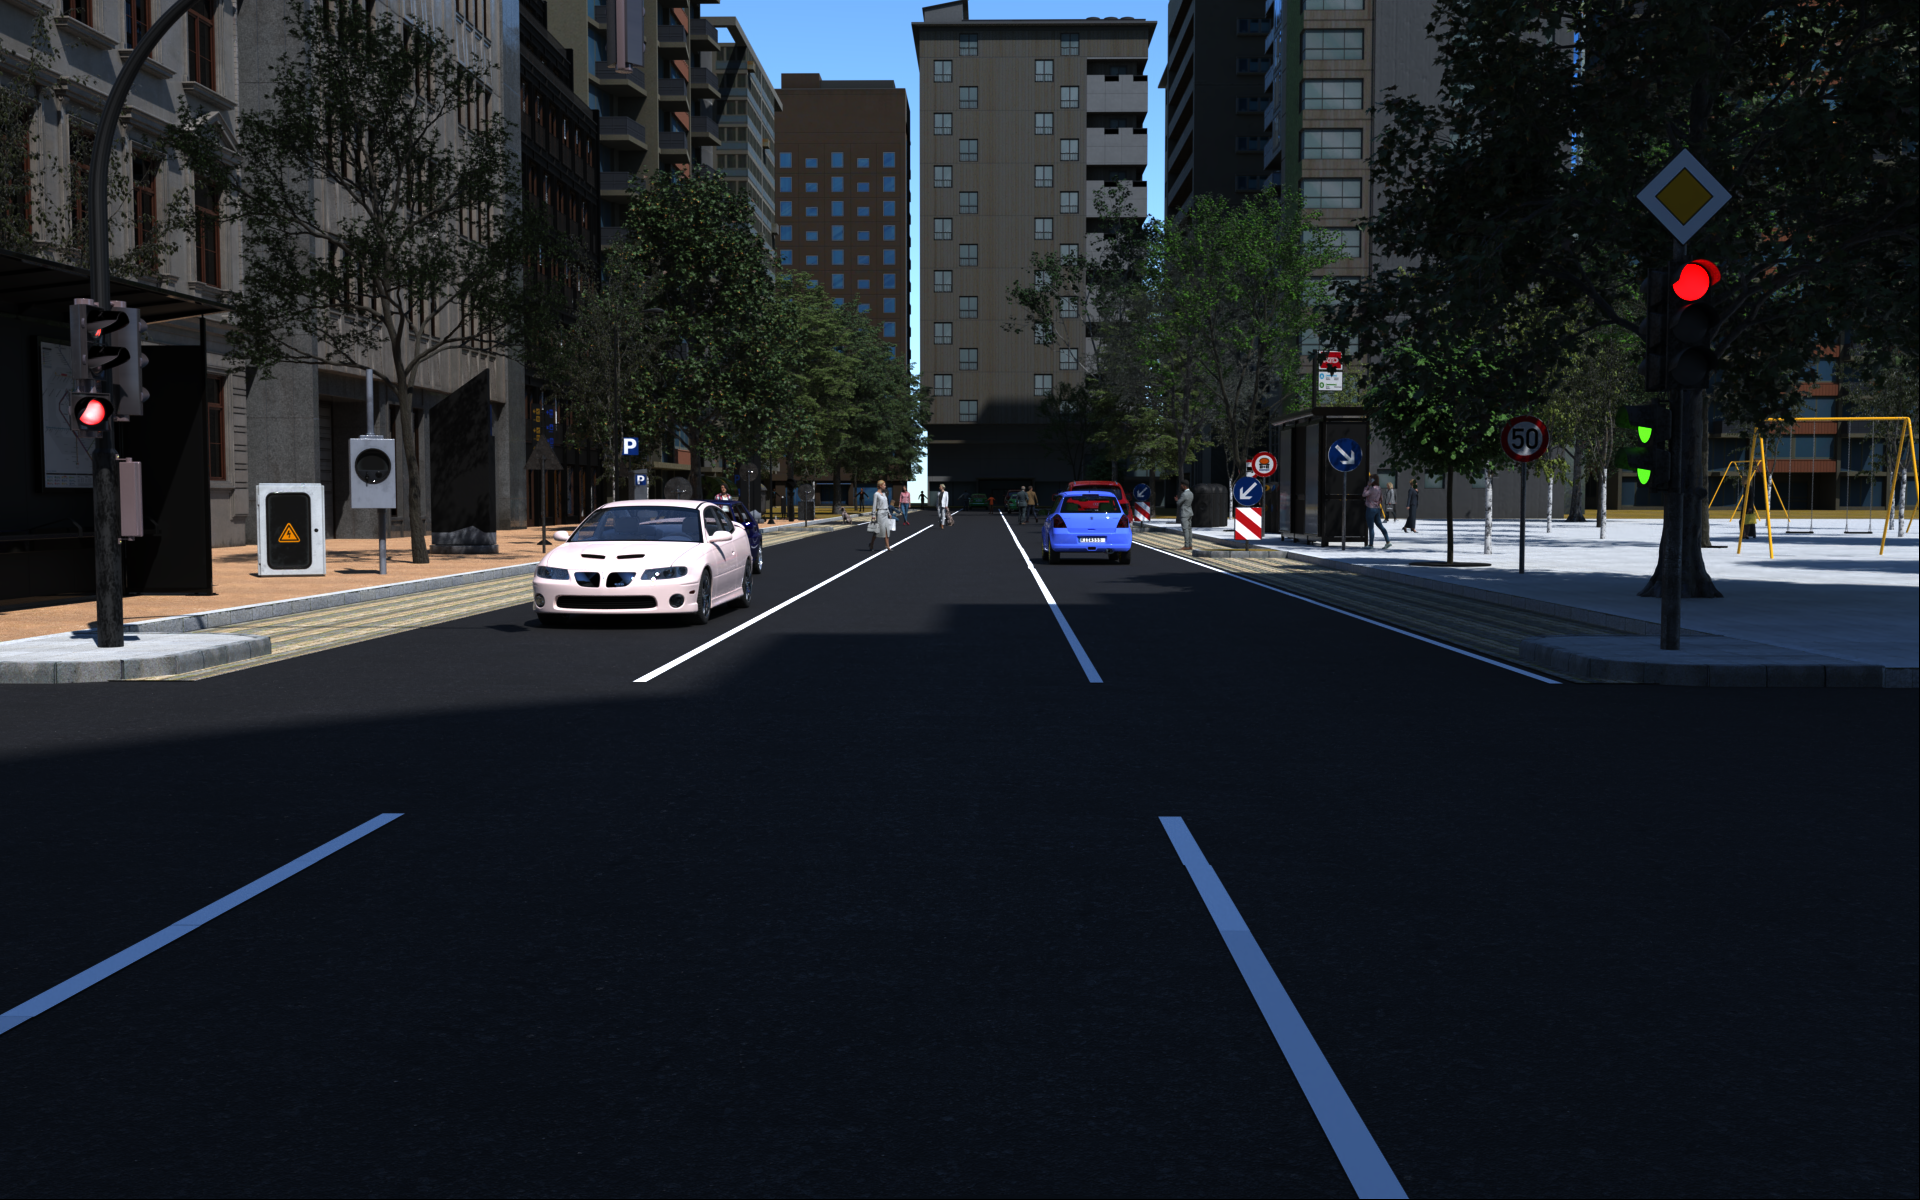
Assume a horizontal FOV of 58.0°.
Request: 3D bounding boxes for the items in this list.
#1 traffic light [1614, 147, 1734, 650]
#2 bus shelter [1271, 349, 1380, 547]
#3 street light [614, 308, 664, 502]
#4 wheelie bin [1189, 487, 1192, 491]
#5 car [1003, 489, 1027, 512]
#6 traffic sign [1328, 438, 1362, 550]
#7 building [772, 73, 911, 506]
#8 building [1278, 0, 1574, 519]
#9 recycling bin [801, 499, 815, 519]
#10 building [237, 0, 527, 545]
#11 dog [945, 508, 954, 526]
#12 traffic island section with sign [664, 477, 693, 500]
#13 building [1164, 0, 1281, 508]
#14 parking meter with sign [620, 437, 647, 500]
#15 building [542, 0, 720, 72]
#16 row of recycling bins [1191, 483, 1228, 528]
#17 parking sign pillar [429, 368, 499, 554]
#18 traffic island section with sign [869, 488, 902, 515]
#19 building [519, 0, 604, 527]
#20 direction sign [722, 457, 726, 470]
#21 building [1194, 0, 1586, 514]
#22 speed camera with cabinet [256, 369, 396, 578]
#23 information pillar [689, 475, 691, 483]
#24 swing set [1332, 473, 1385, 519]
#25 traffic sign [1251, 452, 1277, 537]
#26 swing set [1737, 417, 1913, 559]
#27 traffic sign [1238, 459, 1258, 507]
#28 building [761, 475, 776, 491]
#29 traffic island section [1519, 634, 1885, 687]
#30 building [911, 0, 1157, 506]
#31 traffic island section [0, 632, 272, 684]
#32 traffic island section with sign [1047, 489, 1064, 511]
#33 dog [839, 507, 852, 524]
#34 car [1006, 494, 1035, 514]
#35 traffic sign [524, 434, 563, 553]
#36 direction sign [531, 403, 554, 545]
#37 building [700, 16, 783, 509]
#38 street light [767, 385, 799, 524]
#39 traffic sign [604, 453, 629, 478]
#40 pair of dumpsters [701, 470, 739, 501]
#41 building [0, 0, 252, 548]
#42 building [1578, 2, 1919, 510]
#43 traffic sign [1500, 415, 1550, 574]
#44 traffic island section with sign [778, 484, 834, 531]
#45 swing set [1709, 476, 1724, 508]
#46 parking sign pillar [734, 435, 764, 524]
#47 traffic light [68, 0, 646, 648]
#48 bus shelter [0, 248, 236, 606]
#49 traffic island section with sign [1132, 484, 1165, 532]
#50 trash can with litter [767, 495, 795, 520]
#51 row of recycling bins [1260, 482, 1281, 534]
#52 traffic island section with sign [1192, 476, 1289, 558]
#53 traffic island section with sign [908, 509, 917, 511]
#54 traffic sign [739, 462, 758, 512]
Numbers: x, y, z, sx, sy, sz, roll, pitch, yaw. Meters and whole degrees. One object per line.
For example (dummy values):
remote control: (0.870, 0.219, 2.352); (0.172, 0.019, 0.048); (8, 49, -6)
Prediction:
traffic light: (5.849, -1.546, 14.200); (0.839, 4.253, 0.868); (0, 4, 1)
bus shelter: (9.569, -4.171, 45.833); (2.179, 5.291, 8.768); (0, 4, 1)
street light: (-8.097, -4.338, 43.467); (1.470, 5.913, 1.316); (0, 4, 1)
wheelie bin: (10.505, -4.236, 77.164); (0.980, 1.594, 0.693); (-3, 5, -41)
car: (4.674, -8.221, 143.088); (2.281, 1.827, 5.304); (0, 4, 1)
traffic sign: (8.753, -2.406, 39.450); (0.768, 2.556, 0.104); (0, 4, 2)
building: (-12.651, -32.891, 187.879); (14.200, 45.320, 14.600); (0, 4, 1)
building: (24.803, -25.226, 96.034); (14.154, 41.232, 14.086); (0, 4, 1)
recycling bin: (-7.895, -4.722, 89.760); (0.722, 1.027, 0.722); (0, 4, -5)
building: (-22.036, -14.363, 52.864); (12.078, 24.808, 19.932); (0, 4, 1)
dog: (-0.522, -3.783, 78.696); (0.513, 0.831, 0.800); (0, 4, 7)
traffic island section with sign: (-6.396, -1.866, 39.140); (1.989, 1.847, 2.006); (0, 4, 1)
building: (29.091, -31.926, 145.696); (21.300, 48.544, 21.600); (0, 4, 1)
parking meter with sign: (-9.800, -3.444, 52.567); (0.543, 3.016, 1.738); (-2, 4, -26)
building: (-26.604, -27.533, 104.788); (22.147, 44.769, 28.867); (0, 4, 1)
row of recycling bins: (9.805, -3.713, 67.826); (1.069, 1.692, 3.534); (1, 4, 21)
parking sign pillar: (-10.734, -2.992, 37.386); (1.447, 3.967, 1.447); (0, 4, 5)
traffic island section with sign: (-5.036, -6.584, 116.284); (1.989, 1.847, 2.006); (0, 4, 1)
building: (-22.552, -14.746, 70.769); (12.332, 23.373, 15.834); (0, 4, 1)
direction sign: (-10.502, -5.213, 77.227); (0.379, 3.537, 0.876); (-1, 4, -18)
building: (29.188, -49.218, 117.378); (22.319, 86.520, 31.000); (0, 4, 1)
speed camera with cabinet: (-9.923, -2.004, 27.098); (2.038, 3.252, 0.660); (-1, 4, -22)
information pillar: (-10.123, -3.773, 66.176); (0.304, 2.012, 0.304); (3, 5, 42)
swing set: (17.876, -5.067, 80.461); (2.862, 2.851, 3.119); (-2, 4, -26)
traffic sign: (9.113, -3.171, 51.955); (0.768, 2.556, 0.104); (0, 4, 3)
swing set: (17.710, -2.317, 35.508); (3.119, 2.851, 2.862); (1, 4, 12)
traffic sign: (10.536, -3.859, 63.197); (0.768, 2.556, 0.104); (0, 4, 6)
building: (-34.196, -32.870, 192.045); (28.867, 44.769, 22.147); (0, 4, 1)
traffic island section: (5.889, 0.487, 14.313); (2.009, 0.180, 2.903); (0, 4, 1)
building: (8.976, -36.992, 194.054); (27.495, 52.752, 28.713); (0, 4, 1)
traffic island section: (-7.150, 0.473, 14.546); (2.009, 0.180, 2.903); (0, 4, 1)
traffic island section with sign: (8.153, -8.219, 143.003); (1.989, 1.847, 2.006); (0, 4, 1)
dog: (-5.398, -4.052, 83.087); (0.513, 0.831, 0.800); (-3, 4, -38)
car: (4.420, -7.068, 127.359); (2.131, 1.459, 4.920); (0, 4, 3)
traffic sign: (-9.029, -2.295, 37.523); (0.884, 2.594, 0.081); (0, 4, 6)
direction sign: (-10.510, -3.162, 43.704); (0.379, 3.537, 0.876); (2, 4, 23)
building: (-27.435, -27.516, 141.765); (23.993, 40.220, 32.217); (0, 4, 1)
street light: (-7.526, -6.194, 73.805); (1.470, 5.913, 1.316); (0, 4, 1)
traffic sign: (-10.613, -3.286, 53.724); (0.884, 2.594, 0.081); (0, 4, 1)
pair of dumpsters: (-9.872, -4.064, 68.944); (1.574, 2.255, 4.437); (0, 4, 1)
building: (-22.727, -12.001, 32.366); (11.583, 22.565, 21.152); (0, 4, 1)
building: (66.664, -29.972, 144.673); (28.867, 44.769, 22.147); (0, 4, 1)
traffic sign: (9.064, -1.698, 27.870); (0.768, 2.556, 0.104); (0, 4, 6)
traffic island section with sign: (-5.917, -3.560, 66.829); (1.989, 1.847, 2.006); (0, 4, 1)
swing set: (36.978, -5.120, 81.337); (2.862, 2.851, 3.119); (0, 4, -1)
parking sign pillar: (-9.280, -5.328, 75.585); (1.447, 3.967, 1.447); (3, 4, 36)
traffic light: (-5.018, -2.431, 14.409); (4.771, 5.953, 1.251); (0, 4, 1)
bus shelter: (-9.987, -1.681, 18.763); (1.731, 3.624, 6.357); (0, 4, 1)
traffic island section with sign: (6.813, -3.537, 66.457); (1.989, 1.847, 2.006); (0, 4, 1)
trash can with litter: (-8.789, -4.589, 86.092); (1.678, 1.210, 2.233); (-1, 4, -18)
row of recycling bins: (10.629, -3.026, 56.582); (1.069, 1.692, 3.534); (0, 4, -4)
traffic island section with sign: (6.347, -1.889, 39.506); (1.989, 1.847, 2.006); (0, 4, 1)
traffic island section with sign: (-4.562, -8.233, 143.235); (1.989, 1.847, 2.006); (0, 4, 1)
traffic sign: (-8.443, -4.225, 69.190); (0.768, 2.556, 0.104); (0, 4, 2)
